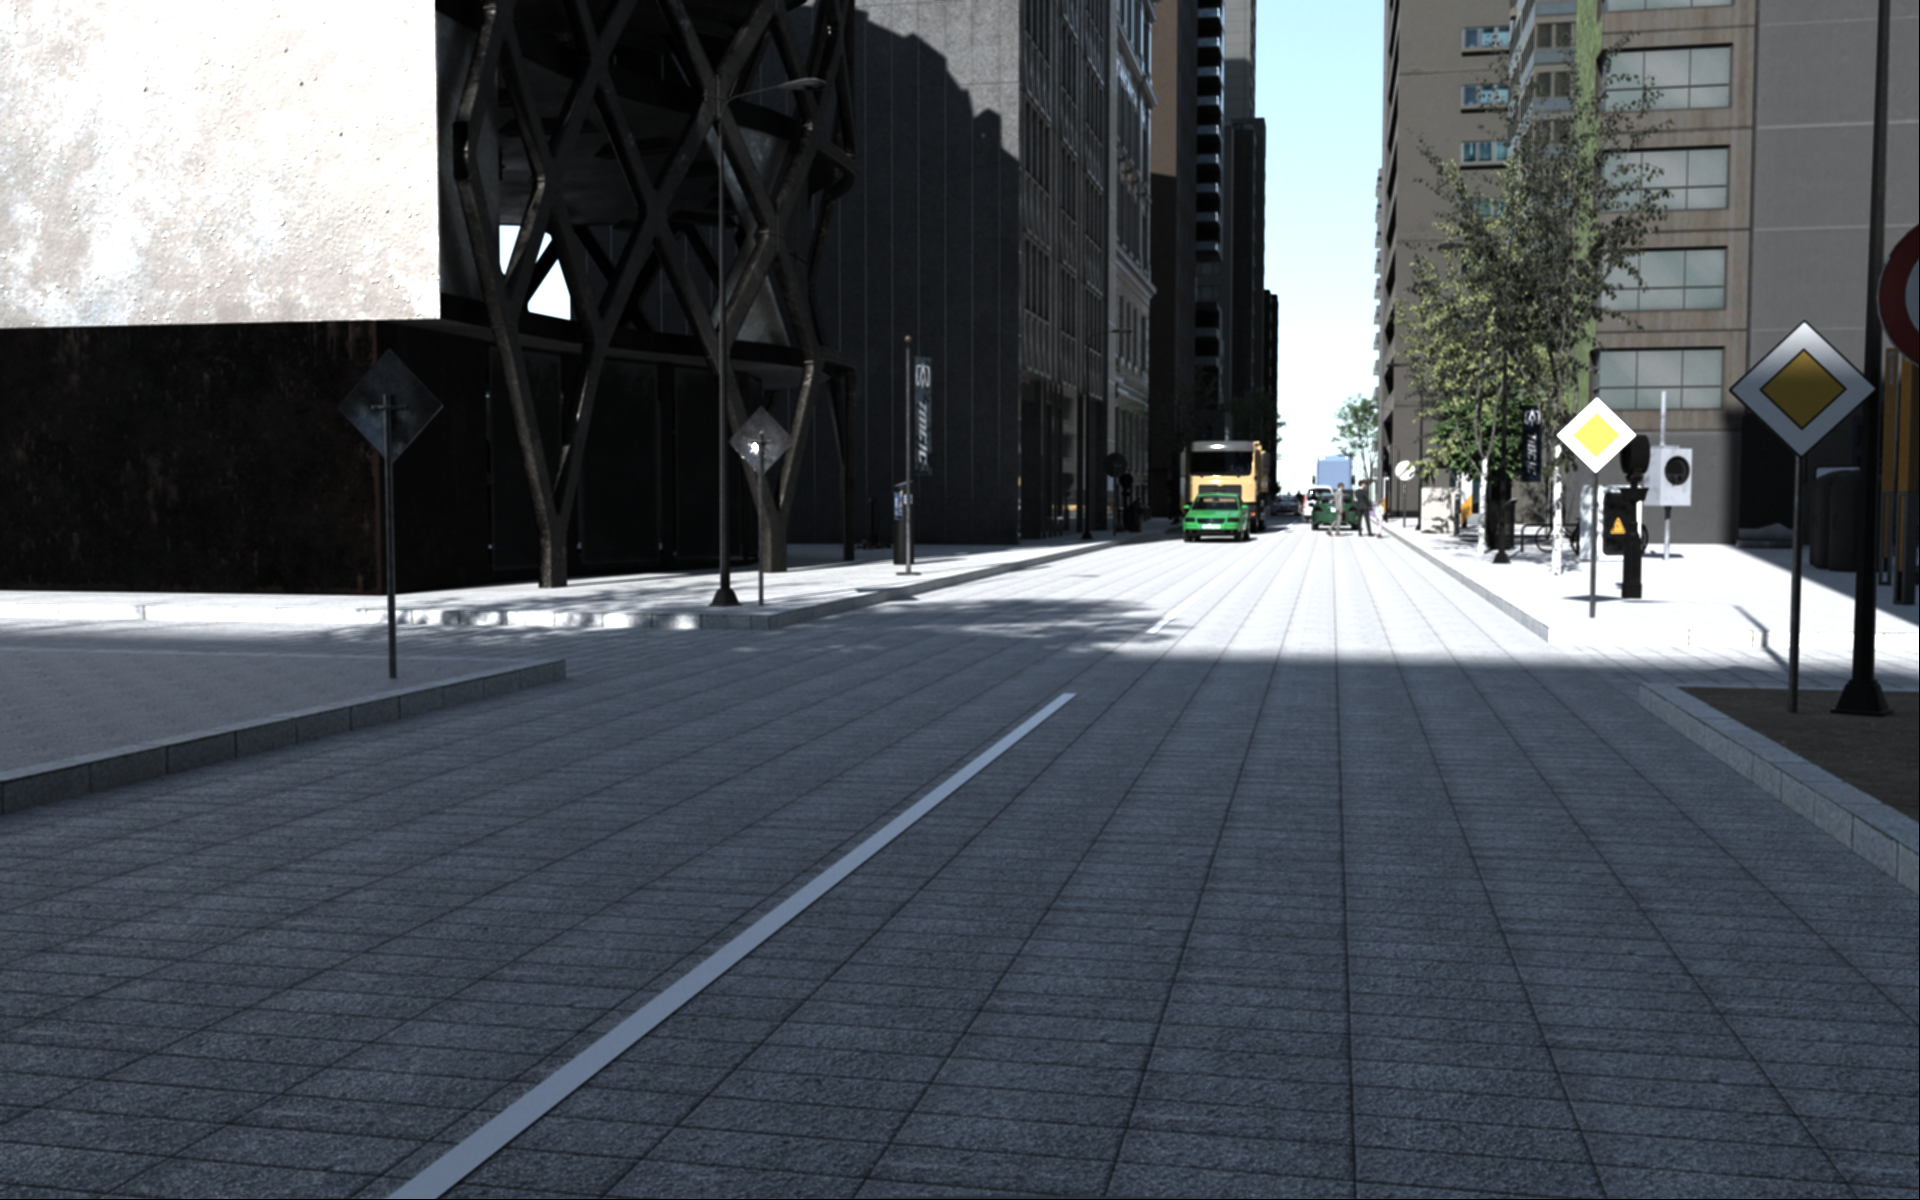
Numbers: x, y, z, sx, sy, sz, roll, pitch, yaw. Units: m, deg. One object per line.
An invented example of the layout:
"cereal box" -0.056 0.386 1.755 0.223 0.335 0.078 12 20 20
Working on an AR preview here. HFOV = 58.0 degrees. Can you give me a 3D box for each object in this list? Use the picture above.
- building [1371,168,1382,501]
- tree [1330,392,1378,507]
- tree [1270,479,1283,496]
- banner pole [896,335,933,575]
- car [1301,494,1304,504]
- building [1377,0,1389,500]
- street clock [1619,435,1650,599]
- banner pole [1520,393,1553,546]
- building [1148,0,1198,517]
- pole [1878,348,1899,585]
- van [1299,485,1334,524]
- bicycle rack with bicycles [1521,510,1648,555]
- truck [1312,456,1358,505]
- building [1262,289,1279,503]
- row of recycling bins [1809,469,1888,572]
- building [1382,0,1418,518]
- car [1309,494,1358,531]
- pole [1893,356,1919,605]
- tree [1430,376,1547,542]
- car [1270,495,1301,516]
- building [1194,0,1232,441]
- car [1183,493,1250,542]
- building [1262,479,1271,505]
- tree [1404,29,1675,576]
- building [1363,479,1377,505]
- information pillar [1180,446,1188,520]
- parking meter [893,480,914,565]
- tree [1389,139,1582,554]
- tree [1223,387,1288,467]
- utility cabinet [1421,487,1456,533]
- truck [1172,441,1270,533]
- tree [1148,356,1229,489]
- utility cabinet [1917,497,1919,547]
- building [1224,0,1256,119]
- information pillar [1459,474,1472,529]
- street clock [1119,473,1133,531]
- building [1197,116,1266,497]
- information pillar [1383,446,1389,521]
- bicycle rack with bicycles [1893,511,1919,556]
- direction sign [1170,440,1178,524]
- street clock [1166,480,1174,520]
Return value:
"building" 66.049 -37.236 228.409 23.786 49.044 30.456 1 4 12
"tree" 41.273 -15.224 174.670 9.928 11.665 9.643 0 3 0
"tree" 40.537 -13.914 222.087 1.663 3.219 1.824 0 3 0
"banner pole" -0.684 -2.300 27.615 0.401 3.779 0.863 3 4 36
"car" 44.259 -12.958 223.867 2.014 1.417 4.499 1 4 10
"building" 46.671 -37.026 147.375 21.231 58.520 28.212 1 4 12
"street clock" 8.280 -1.023 21.295 0.358 2.002 0.471 0 4 5
"banner pole" 14.387 -3.247 43.104 0.863 3.779 0.401 1 4 14
"building" 6.403 -27.611 101.546 14.600 45.320 14.200 1 4 12
"pole" 13.041 -1.864 24.316 0.158 3.312 0.155 0 3 0
"van" 17.746 -4.797 85.439 2.013 2.044 4.112 1 4 12
"bicycle rack with bicycles" 13.724 -1.480 37.588 2.925 0.926 2.852 -1 4 -20
"truck" 25.254 -7.736 116.243 2.967 4.110 18.799 1 4 11
"building" 37.105 -28.784 242.313 14.160 30.474 14.107 1 4 12
"row of recycling bins" 15.355 -1.401 30.026 1.069 1.692 3.534 1 4 20
"building" 36.264 -29.215 101.372 21.300 48.544 21.600 1 4 12
"car" 15.095 -3.541 69.686 2.131 1.459 4.920 1 4 12
"pole" 10.966 -1.601 20.018 0.158 3.312 0.155 0 3 0
"tree" 14.521 -3.896 47.415 4.285 4.588 4.351 0 3 0
"car" 21.921 -6.369 116.492 2.083 1.381 4.827 1 4 14
"building" 12.487 -51.037 147.120 22.319 86.520 31.000 1 4 12
"car" 7.854 -2.694 52.845 1.959 1.807 4.718 1 4 13
"building" 20.368 -31.362 204.656 32.217 40.220 23.993 1 4 12
"tree" 9.163 -4.688 27.004 4.360 8.622 3.978 0 3 0
"building" 63.638 -31.164 201.405 32.217 40.220 23.993 1 4 12
"information pillar" 10.890 -5.680 84.220 0.183 3.616 0.504 -2 4 -27
"parking meter" -1.026 -1.415 31.542 0.372 1.533 0.369 0 3 0
"tree" 11.166 -5.294 36.916 4.737 8.622 4.395 0 3 0
"tree" 27.933 -14.822 168.092 9.928 11.665 9.643 0 3 0
"utility cabinet" 15.707 -2.936 56.678 1.173 1.500 0.318 1 4 23
"truck" 10.097 -4.242 65.280 3.469 3.379 9.791 1 4 13
"tree" 12.087 -8.652 91.823 4.360 8.622 3.978 0 3 0
"utility cabinet" 23.636 -1.887 42.012 1.020 1.237 0.306 0 4 -3
"building" 29.871 -48.113 224.896 20.563 71.187 20.611 1 4 12
"information pillar" 18.770 -4.453 64.156 0.504 3.616 0.183 -2 4 -28
"street clock" 5.795 -3.421 60.509 0.471 2.002 0.358 0 4 -7
"building" 24.981 -30.619 184.207 14.154 41.232 14.086 1 4 12
"information pillar" 20.636 -5.661 83.913 0.183 3.616 0.504 -1 4 -11
"bicycle rack with bicycles" 20.177 -1.442 36.954 2.925 0.926 2.852 -1 4 -11
"direction sign" 9.065 -4.960 73.097 0.379 3.537 0.876 2 4 24
"street clock" 10.582 -5.041 86.993 0.471 2.002 0.358 1 4 13
